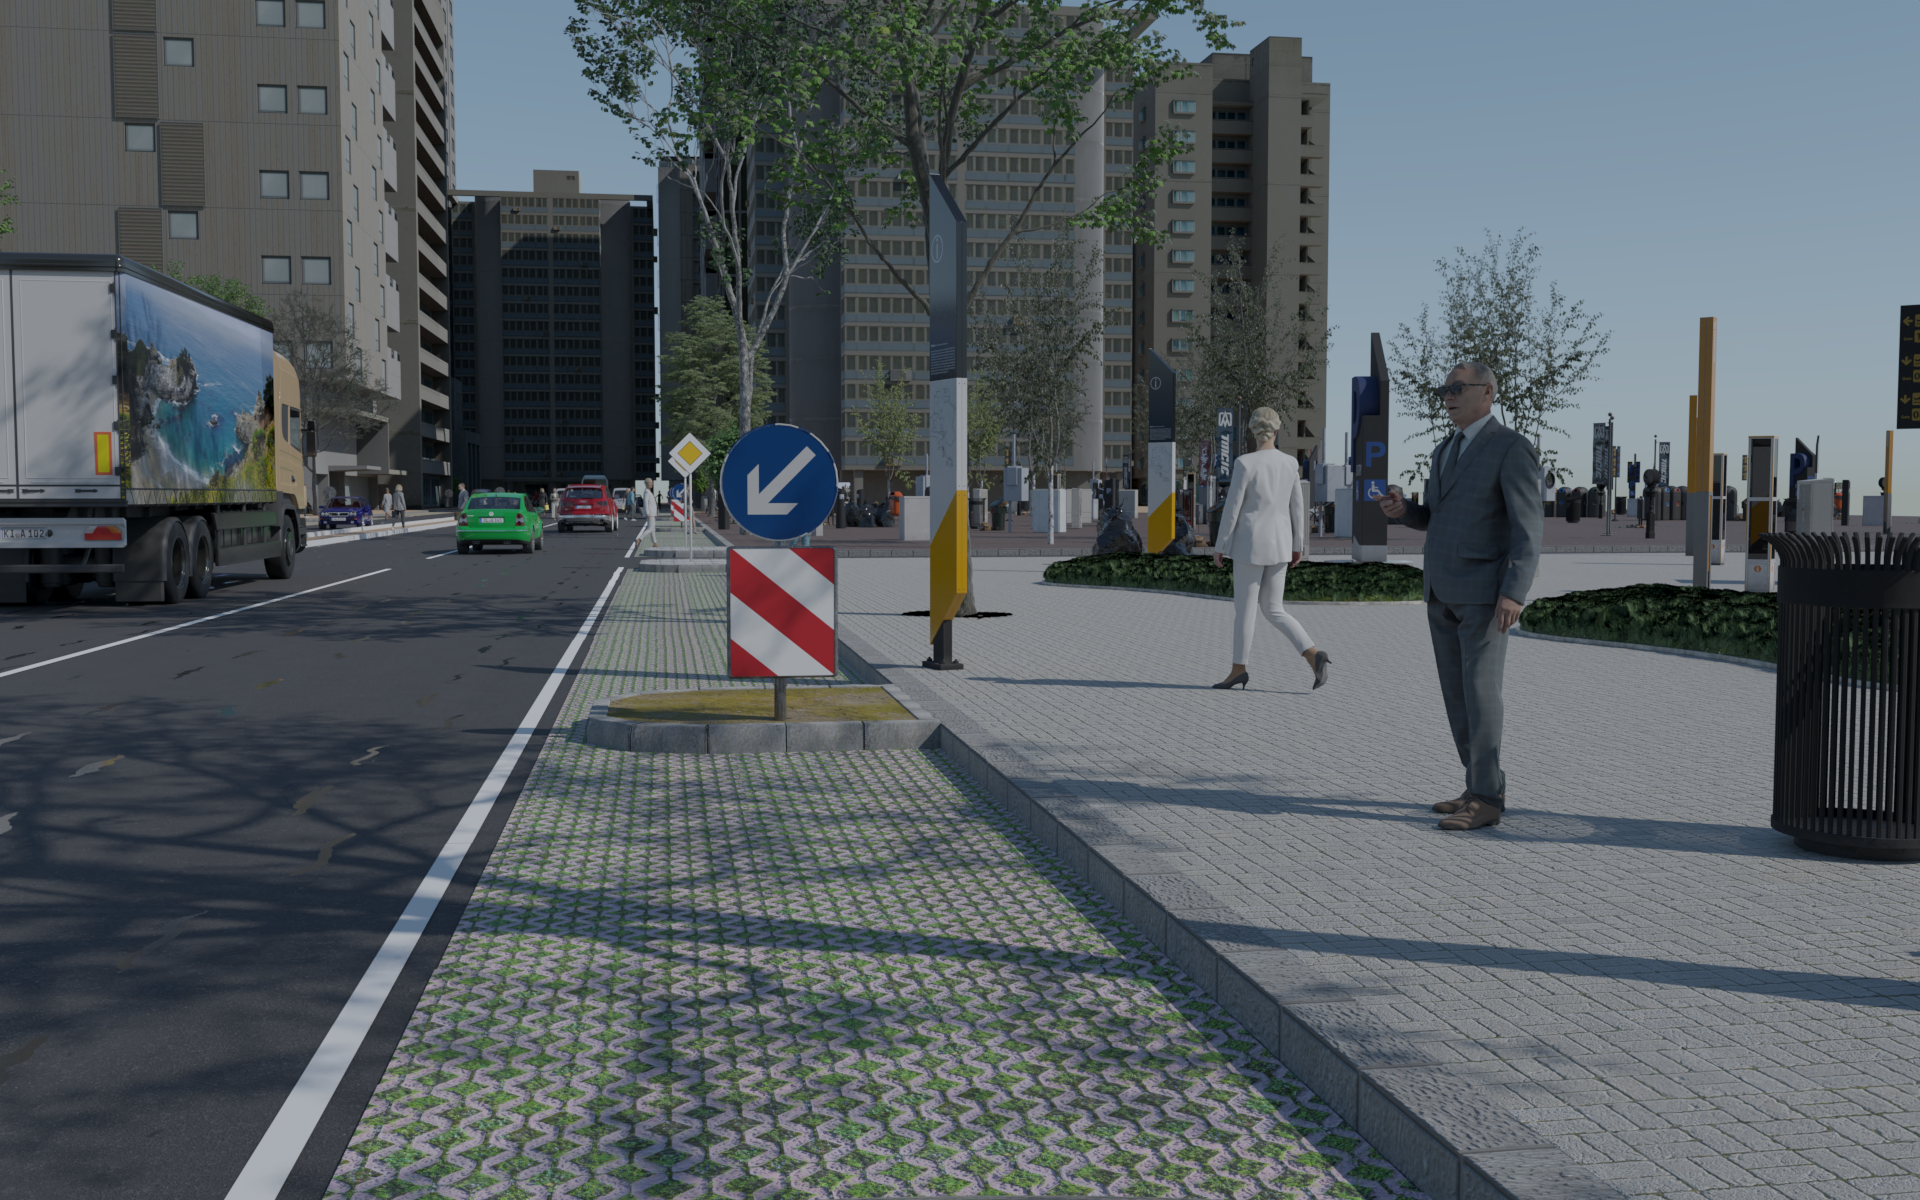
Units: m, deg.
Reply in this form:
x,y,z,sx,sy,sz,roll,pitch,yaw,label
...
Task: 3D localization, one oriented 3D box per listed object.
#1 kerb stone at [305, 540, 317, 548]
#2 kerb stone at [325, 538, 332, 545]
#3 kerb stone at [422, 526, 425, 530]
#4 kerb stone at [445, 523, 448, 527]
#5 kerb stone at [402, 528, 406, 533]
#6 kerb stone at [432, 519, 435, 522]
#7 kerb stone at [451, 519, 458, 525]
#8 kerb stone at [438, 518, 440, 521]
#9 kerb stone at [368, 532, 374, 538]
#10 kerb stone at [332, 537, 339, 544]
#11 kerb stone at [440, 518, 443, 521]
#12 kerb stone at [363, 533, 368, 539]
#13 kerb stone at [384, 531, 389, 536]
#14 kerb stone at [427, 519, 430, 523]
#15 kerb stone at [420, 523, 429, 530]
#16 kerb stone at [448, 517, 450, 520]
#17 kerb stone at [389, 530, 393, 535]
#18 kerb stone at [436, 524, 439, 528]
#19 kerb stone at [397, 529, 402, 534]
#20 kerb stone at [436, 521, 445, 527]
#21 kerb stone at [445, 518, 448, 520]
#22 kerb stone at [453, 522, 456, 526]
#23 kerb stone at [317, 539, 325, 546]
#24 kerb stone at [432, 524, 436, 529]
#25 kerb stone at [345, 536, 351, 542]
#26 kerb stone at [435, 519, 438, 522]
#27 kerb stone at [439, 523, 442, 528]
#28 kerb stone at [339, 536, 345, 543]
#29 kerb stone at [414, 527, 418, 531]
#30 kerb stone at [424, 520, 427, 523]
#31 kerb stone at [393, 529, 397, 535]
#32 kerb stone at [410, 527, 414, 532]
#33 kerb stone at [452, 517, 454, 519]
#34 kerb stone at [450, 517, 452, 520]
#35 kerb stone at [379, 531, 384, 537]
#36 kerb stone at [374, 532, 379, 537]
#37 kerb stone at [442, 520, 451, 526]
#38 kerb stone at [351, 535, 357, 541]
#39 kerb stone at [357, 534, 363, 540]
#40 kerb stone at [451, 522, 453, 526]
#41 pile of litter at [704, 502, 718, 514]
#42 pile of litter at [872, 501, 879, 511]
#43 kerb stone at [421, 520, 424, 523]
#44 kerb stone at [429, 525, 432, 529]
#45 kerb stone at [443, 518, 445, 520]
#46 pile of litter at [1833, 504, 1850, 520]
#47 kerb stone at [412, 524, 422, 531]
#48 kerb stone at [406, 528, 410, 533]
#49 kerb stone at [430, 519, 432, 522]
x,y,z,sx,sy,sz,roll,pitch,yaw,label
-17.678,-1.514,47.027,0.120,0.150,1.000,-1,4,-10,kerb stone
-18.016,-1.643,49.060,0.120,0.150,1.000,-1,4,-10,kerb stone
-21.304,-2.817,68.252,0.120,0.150,1.000,-1,4,-10,kerb stone
-22.514,-3.249,75.315,0.120,0.150,1.000,-1,4,-10,kerb stone
-20.444,-2.505,63.191,0.120,0.150,1.000,-1,4,-10,kerb stone
-26.656,-3.969,87.087,0.120,0.150,1.000,-1,4,-10,kerb stone
-23.201,-3.495,79.347,0.120,0.150,1.000,-1,4,-10,kerb stone
-27.001,-4.092,89.103,0.120,0.150,1.000,-1,4,-10,kerb stone
-19.229,-2.071,56.123,0.120,0.150,1.000,-1,4,-10,kerb stone
-18.196,-1.705,50.066,0.120,0.150,1.000,-1,4,-10,kerb stone
-27.167,-4.154,90.111,0.120,0.150,1.000,-1,4,-10,kerb stone
-19.055,-2.013,55.112,0.120,0.150,1.000,-1,4,-10,kerb stone
-19.748,-2.257,59.157,0.120,0.150,1.000,-1,4,-10,kerb stone
-26.309,-3.845,85.065,0.120,0.150,1.000,-1,4,-10,kerb stone
-21.475,-2.879,69.260,0.120,0.150,1.000,-1,4,-10,kerb stone
-27.684,-4.332,93.146,0.120,0.150,1.000,-1,4,-10,kerb stone
-19.920,-2.322,60.165,0.120,0.150,1.000,-1,4,-10,kerb stone
-21.987,-3.064,72.287,0.120,0.150,1.000,-1,4,-10,kerb stone
-20.271,-2.445,62.179,0.120,0.150,1.000,-1,4,-10,kerb stone
-22.339,-3.187,74.308,0.120,0.150,1.000,-1,4,-10,kerb stone
-27.520,-4.269,92.131,0.120,0.150,1.000,-1,4,-10,kerb stone
-23.026,-3.433,78.339,0.120,0.150,1.000,-1,4,-10,kerb stone
-17.852,-1.581,48.044,0.120,0.150,1.000,-1,4,-10,kerb stone
-21.810,-3.002,71.277,0.120,0.150,1.000,-1,4,-10,kerb stone
-18.544,-1.819,52.081,0.120,0.150,1.000,-1,4,-10,kerb stone
-26.821,-4.025,88.097,0.120,0.150,1.000,-1,4,-10,kerb stone
-22.164,-3.121,73.300,0.120,0.150,1.000,-1,4,-10,kerb stone
-18.369,-1.766,51.074,0.120,0.150,1.000,-1,4,-10,kerb stone
-20.960,-2.694,66.236,0.120,0.150,1.000,-1,4,-10,kerb stone
-26.137,-3.783,84.055,0.120,0.150,1.000,-1,4,-10,kerb stone
-20.098,-2.379,61.171,0.120,0.150,1.000,-1,4,-10,kerb stone
-20.789,-2.624,65.226,0.120,0.150,1.000,-1,4,-10,kerb stone
-28.027,-4.463,95.167,0.120,0.150,1.000,-1,4,-10,kerb stone
-27.869,-4.397,94.157,0.120,0.150,1.000,-1,4,-10,kerb stone
-19.577,-2.199,58.149,0.120,0.150,1.000,-1,4,-10,kerb stone
-19.405,-2.137,57.135,0.120,0.150,1.000,-1,4,-10,kerb stone
-22.686,-3.311,76.323,0.120,0.150,1.000,-1,4,-10,kerb stone
-18.719,-1.890,53.095,0.120,0.150,1.000,-1,4,-10,kerb stone
-18.888,-1.949,54.104,0.120,0.150,1.000,-1,4,-10,kerb stone
-22.859,-3.372,77.331,0.120,0.150,1.000,-1,4,-10,kerb stone
-16.046,-6.115,113.942,1.719,0.858,1.176,-1,4,-18,pile of litter
-5.192,-5.333,101.158,1.176,0.858,1.719,2,4,25,pile of litter
-25.965,-3.722,83.046,0.120,0.150,1.000,-1,4,-10,kerb stone
-21.653,-2.940,70.266,0.120,0.150,1.000,-1,4,-10,kerb stone
-27.345,-4.211,91.124,0.120,0.150,1.000,-1,4,-10,kerb stone
43.835,-4.443,86.601,1.719,0.858,1.176,-1,4,-15,pile of litter
-21.129,-2.755,67.245,0.120,0.150,1.000,-1,4,-10,kerb stone
-20.607,-2.570,64.207,0.120,0.150,1.000,-1,4,-10,kerb stone
-26.485,-3.906,86.079,0.120,0.150,1.000,-1,4,-10,kerb stone
